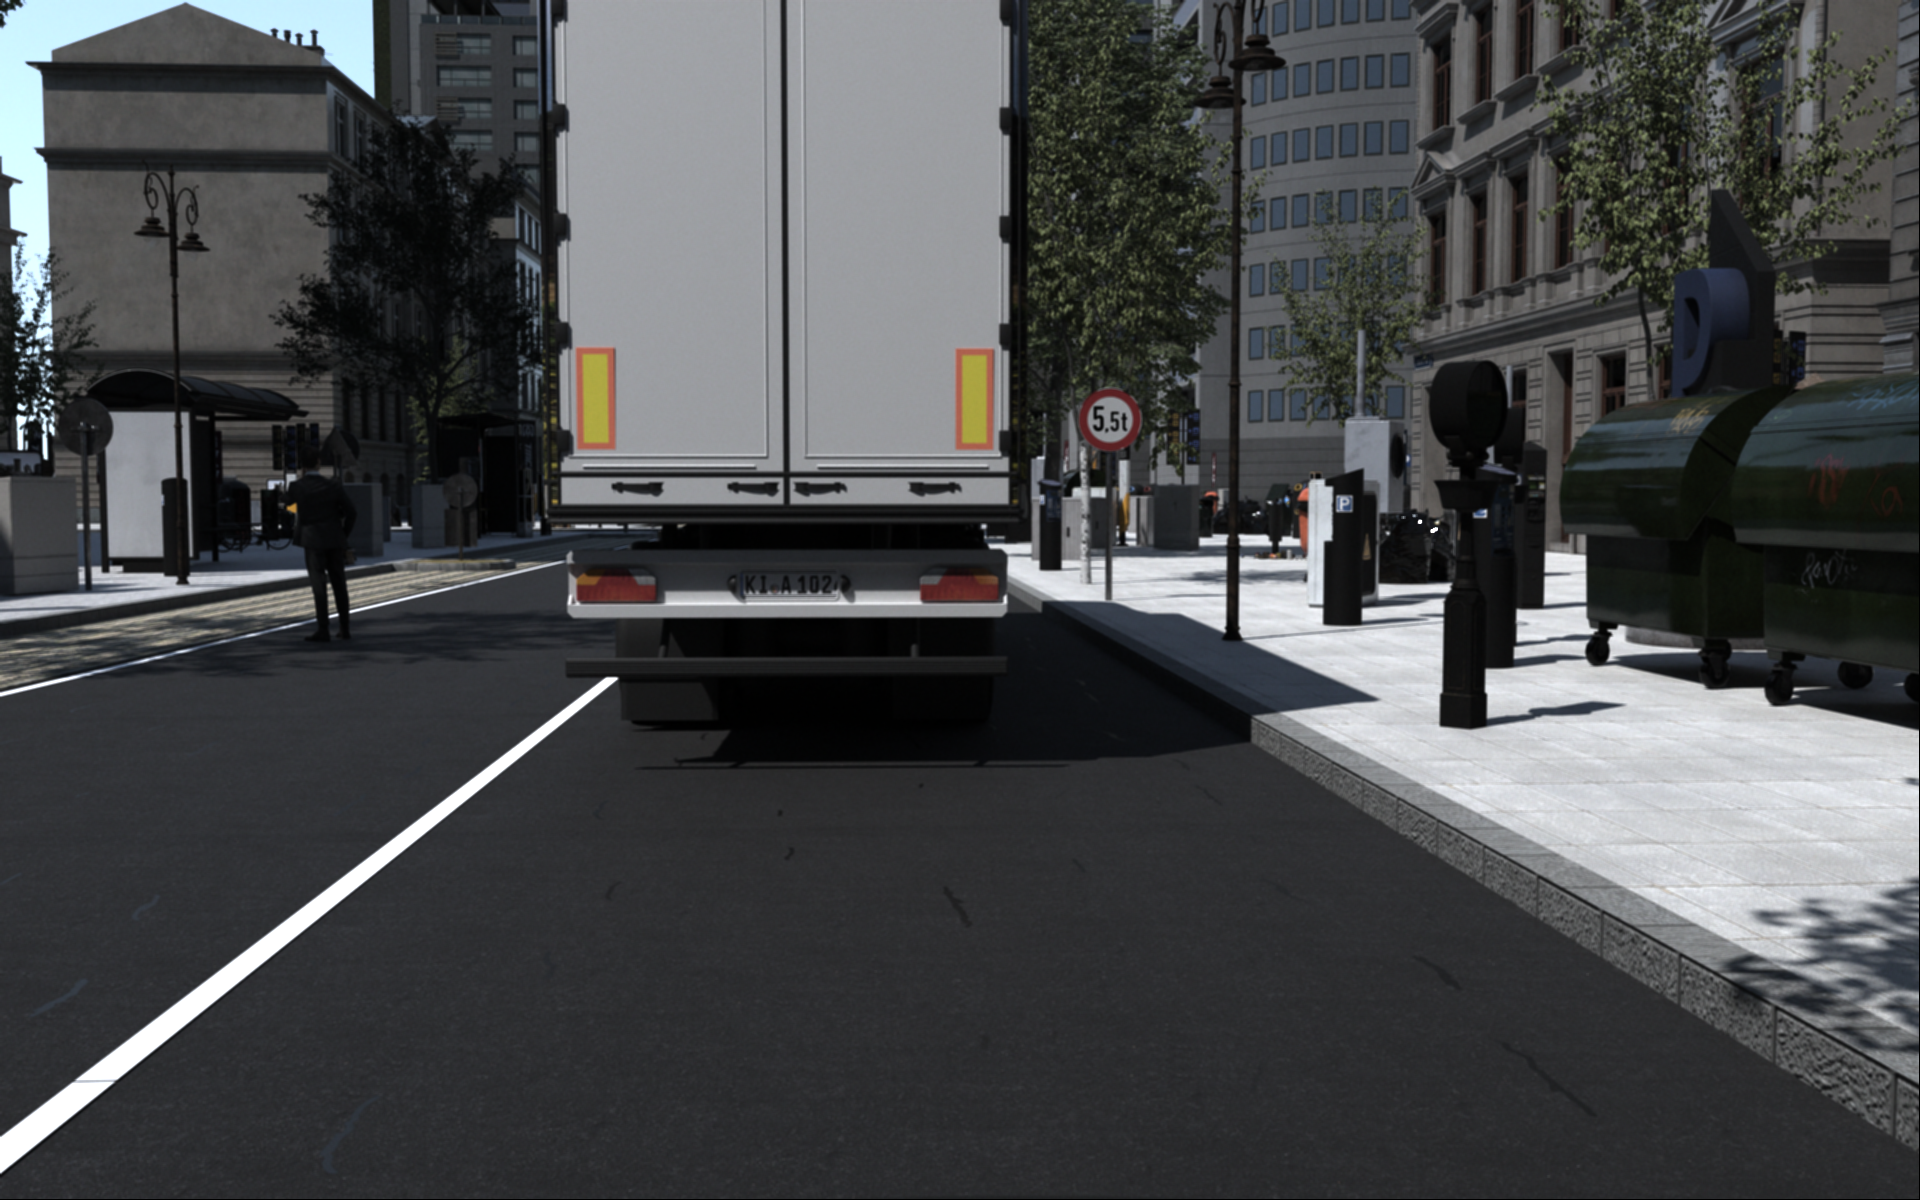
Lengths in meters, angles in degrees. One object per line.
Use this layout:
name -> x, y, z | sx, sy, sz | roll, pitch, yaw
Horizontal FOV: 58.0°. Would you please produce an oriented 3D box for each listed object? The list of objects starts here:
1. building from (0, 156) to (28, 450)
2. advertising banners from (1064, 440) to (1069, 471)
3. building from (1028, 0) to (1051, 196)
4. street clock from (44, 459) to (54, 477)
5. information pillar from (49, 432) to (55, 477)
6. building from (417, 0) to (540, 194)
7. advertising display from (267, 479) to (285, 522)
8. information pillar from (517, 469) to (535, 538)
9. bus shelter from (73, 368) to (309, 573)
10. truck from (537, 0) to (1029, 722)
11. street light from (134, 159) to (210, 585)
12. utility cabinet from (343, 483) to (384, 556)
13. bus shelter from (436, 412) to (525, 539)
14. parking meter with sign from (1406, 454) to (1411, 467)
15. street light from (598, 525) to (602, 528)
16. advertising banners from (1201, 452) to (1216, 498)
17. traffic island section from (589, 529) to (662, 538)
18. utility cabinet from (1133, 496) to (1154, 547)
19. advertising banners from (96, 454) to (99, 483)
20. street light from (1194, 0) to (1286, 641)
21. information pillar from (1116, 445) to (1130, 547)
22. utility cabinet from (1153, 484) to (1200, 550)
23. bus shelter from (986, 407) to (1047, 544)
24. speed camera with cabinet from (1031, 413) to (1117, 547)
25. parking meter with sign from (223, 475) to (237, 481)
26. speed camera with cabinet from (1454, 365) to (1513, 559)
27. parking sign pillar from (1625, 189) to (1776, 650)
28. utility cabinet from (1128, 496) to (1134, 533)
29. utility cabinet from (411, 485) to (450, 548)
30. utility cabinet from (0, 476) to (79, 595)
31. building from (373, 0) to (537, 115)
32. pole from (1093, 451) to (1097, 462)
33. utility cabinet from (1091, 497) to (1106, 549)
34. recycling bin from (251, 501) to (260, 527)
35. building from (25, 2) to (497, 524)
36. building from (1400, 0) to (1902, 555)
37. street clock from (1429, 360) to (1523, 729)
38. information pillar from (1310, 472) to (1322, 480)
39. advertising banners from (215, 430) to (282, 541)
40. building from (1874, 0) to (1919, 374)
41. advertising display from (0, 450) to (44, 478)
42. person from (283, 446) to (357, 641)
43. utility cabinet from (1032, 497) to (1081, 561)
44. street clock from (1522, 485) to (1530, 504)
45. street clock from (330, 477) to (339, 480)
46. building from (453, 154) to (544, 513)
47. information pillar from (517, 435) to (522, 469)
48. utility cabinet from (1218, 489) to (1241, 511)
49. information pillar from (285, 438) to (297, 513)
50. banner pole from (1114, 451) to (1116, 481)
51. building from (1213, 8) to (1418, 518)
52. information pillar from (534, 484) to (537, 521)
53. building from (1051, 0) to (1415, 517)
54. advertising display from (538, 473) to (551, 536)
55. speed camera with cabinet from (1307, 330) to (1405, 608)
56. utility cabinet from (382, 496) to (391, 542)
building -> -57.975, -14.513, 79.089 | 24.055, 21.916, 13.314 | 0, 4, -4
advertising banners -> 3.605, -3.625, 55.458 | 0.090, 3.025, 2.074 | -1, 4, -11
building -> 14.555, -33.152, 165.737 | 21.300, 48.544, 21.600 | 0, 4, -4
street clock -> -18.904, -1.900, 35.630 | 0.358, 2.002, 0.471 | 2, 4, 32
information pillar -> -34.245, -4.528, 65.382 | 0.183, 3.616, 0.504 | -1, 4, -18
building -> -36.535, -28.262, 145.679 | 14.154, 41.232, 14.086 | 0, 4, -4
advertising display -> -29.017, -4.194, 73.786 | 0.974, 1.923, 0.123 | 0, 4, 0
information pillar -> -12.744, -2.830, 50.764 | 0.304, 2.012, 0.304 | 3, 4, 36
bus shelter -> -13.356, -2.243, 30.592 | 2.014, 3.302, 5.546 | 0, 4, -4
truck -> -1.069, -1.548, 14.218 | 2.839, 4.237, 11.283 | 0, 4, -2
street light -> -11.024, -3.156, 24.382 | 0.468, 5.910, 1.993 | 0, 4, -4
utility cabinet -> -12.365, -1.637, 35.451 | 1.173, 1.500, 0.318 | 2, 4, 27
bus shelter -> -14.420, -3.744, 52.489 | 1.731, 3.624, 6.357 | 0, 4, -3
parking meter with sign -> 19.517, -4.932, 76.896 | 0.543, 3.016, 1.738 | 0, 4, 1
street light -> -13.676, -5.678, 65.615 | 0.468, 5.910, 1.993 | 0, 4, -4
advertising banners -> 10.595, -4.746, 73.777 | 0.090, 3.025, 2.074 | 0, 4, -7
traffic island section -> -11.115, -2.155, 57.514 | 2.009, 0.180, 2.903 | 0, 4, -4
utility cabinet -> 4.586, -1.937, 42.831 | 0.306, 1.237, 1.020 | 1, 4, 16
advertising banners -> -21.264, -2.923, 43.974 | 0.090, 3.025, 2.074 | 1, 4, 13
street light -> 2.394, -2.585, 15.046 | 0.468, 5.910, 1.993 | 0, 4, -4
information pillar -> 4.009, -3.114, 42.269 | 0.183, 3.616, 0.504 | -1, 4, -18
utility cabinet -> 4.947, -1.896, 39.673 | 0.318, 1.500, 1.173 | -3, 4, -39
bus shelter -> 1.464, -3.445, 47.607 | 1.731, 3.624, 6.357 | 0, 4, -4
speed camera with cabinet -> 2.794, -2.939, 42.388 | 2.038, 3.252, 0.660 | 1, 4, 23
parking meter with sign -> -29.775, -4.535, 70.412 | 1.738, 3.016, 0.543 | -1, 4, -12
speed camera with cabinet -> 8.330, -2.024, 27.435 | 0.660, 3.252, 2.038 | 0, 4, 5
parking sign pillar -> 6.504, -1.611, 14.807 | 1.447, 3.967, 1.447 | 0, 4, 7
utility cabinet -> 5.994, -2.797, 56.894 | 1.020, 1.237, 0.306 | 3, 5, 44
utility cabinet -> -12.605, -1.990, 41.218 | 0.318, 1.500, 1.173 | 1, 4, 15
utility cabinet -> -11.894, -0.832, 22.274 | 0.318, 1.500, 1.173 | 1, 4, 11
building -> -41.973, -38.162, 165.956 | 21.231, 58.520, 28.212 | 0, 4, -4
pole -> 6.371, -5.390, 81.963 | 0.158, 3.312, 0.155 | 0, 3, 0
utility cabinet -> 2.978, -1.796, 40.526 | 1.020, 1.237, 0.306 | -3, 5, -43
recycling bin -> -27.859, -3.370, 67.653 | 0.722, 1.027, 0.722 | 1, 4, 19
building -> -33.430, -16.655, 91.391 | 14.460, 24.649, 34.723 | 0, 4, -4
building -> 17.986, -12.305, 37.348 | 11.583, 22.565, 21.152 | 0, 4, -4
street clock -> 2.778, -0.302, 9.501 | 0.358, 2.002, 0.471 | 3, 5, 44
information pillar -> 11.995, -3.298, 58.413 | 0.304, 2.012, 0.304 | -1, 4, -17
advertising banners -> -19.775, -3.151, 47.708 | 2.074, 3.025, 0.090 | 0, 4, -4
building -> 18.936, -10.252, 16.779 | 9.793, 20.994, 18.267 | 0, 4, -4
advertising display -> -13.827, -1.221, 25.180 | 0.123, 1.923, 0.974 | 3, 5, 40
person -> -6.280, -0.557, 16.976 | 0.648, 1.900, 0.474 | -3, 5, -43
utility cabinet -> 1.897, -1.365, 33.477 | 1.020, 1.237, 0.306 | 0, 4, 3
street clock -> 4.611, -0.613, 14.599 | 0.358, 2.002, 0.471 | 1, 4, 19
street clock -> -25.897, -4.114, 71.831 | 0.358, 2.002, 0.471 | 2, 4, 33
building -> -36.343, -17.786, 124.086 | 16.112, 22.955, 30.059 | 0, 4, -4
information pillar -> -16.450, -4.505, 65.007 | 0.504, 3.616, 0.183 | -3, 5, -40
utility cabinet -> 11.617, -4.035, 74.655 | 1.173, 1.500, 0.318 | -3, 5, -42
information pillar -> -27.432, -4.868, 70.950 | 0.504, 3.616, 0.183 | 0, 4, 6
banner pole -> 6.814, -5.407, 78.417 | 0.863, 3.779, 0.401 | -1, 4, -20
building -> 25.274, -33.383, 87.818 | 28.212, 58.520, 21.231 | 0, 4, -4
information pillar -> -20.419, -5.605, 82.988 | 0.183, 3.616, 0.504 | -2, 4, -31
building -> 16.986, -35.508, 122.560 | 21.231, 58.520, 28.212 | 0, 4, -4
advertising display -> -12.834, -2.962, 53.635 | 0.123, 1.923, 0.974 | 0, 4, 5
speed camera with cabinet -> 4.663, -1.585, 20.249 | 0.660, 3.252, 2.038 | 2, 4, 29
utility cabinet -> -15.847, -2.164, 46.535 | 1.020, 1.237, 0.306 | -1, 4, -10
